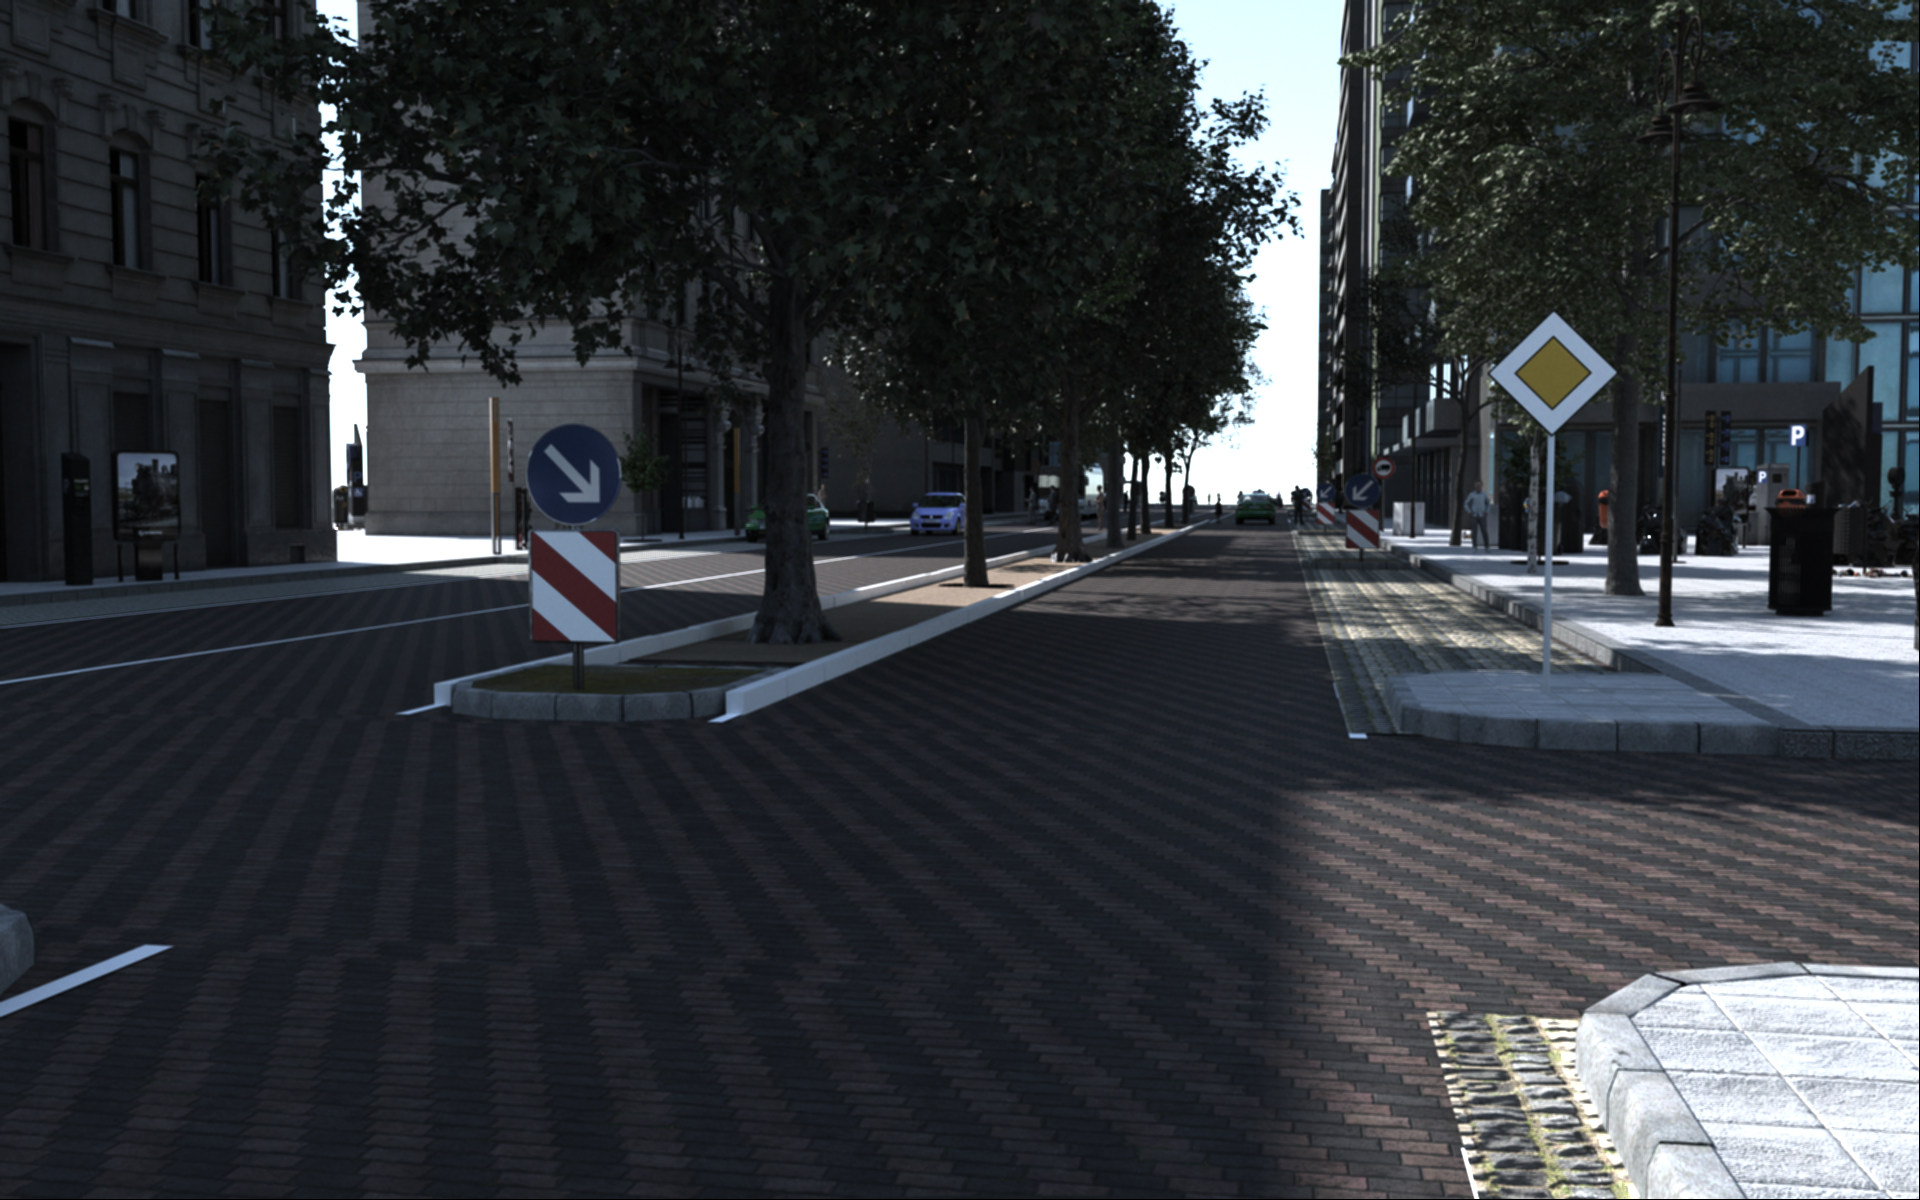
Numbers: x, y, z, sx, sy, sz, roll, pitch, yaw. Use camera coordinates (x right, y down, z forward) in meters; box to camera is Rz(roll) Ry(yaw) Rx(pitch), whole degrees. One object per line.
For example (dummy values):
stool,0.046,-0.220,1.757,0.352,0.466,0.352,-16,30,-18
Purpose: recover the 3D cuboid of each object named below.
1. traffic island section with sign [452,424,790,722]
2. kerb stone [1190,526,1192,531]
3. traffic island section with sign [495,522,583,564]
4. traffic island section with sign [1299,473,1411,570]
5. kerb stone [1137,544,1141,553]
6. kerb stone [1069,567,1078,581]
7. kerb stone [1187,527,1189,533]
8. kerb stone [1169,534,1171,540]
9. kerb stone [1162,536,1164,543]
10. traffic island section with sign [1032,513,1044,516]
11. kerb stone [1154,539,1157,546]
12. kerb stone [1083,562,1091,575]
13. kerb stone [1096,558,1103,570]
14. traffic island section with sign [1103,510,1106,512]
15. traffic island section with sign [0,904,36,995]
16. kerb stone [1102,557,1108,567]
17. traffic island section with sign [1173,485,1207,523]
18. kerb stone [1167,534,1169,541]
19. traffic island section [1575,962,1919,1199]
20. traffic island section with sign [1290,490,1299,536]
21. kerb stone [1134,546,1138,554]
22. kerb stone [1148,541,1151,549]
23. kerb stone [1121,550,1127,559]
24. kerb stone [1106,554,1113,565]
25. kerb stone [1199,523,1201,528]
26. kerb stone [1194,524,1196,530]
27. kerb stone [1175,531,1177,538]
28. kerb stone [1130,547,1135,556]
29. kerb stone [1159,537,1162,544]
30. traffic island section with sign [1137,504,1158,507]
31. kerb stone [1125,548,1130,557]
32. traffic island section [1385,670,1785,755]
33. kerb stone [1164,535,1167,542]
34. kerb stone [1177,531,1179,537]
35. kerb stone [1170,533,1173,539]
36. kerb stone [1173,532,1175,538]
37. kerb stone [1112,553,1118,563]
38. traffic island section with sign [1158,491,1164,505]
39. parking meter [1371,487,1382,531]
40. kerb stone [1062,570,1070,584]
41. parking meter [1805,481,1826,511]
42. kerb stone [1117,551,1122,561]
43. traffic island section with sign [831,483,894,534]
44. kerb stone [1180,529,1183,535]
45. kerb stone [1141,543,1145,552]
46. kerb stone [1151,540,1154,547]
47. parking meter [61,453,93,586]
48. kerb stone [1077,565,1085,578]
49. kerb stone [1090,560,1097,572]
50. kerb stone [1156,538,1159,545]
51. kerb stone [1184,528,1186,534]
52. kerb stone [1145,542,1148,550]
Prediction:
traffic island section with sign,-2.396,-0.230,11.903,2.006,1.907,1.989,1,4,10
kerb stone,8.548,-2.628,65.190,0.120,0.150,1.000,1,4,10
traffic island section with sign,-8.374,-1.685,36.170,1.989,1.847,2.006,1,4,10
traffic island section with sign,7.624,-1.518,33.443,1.989,1.847,2.006,1,4,10
kerb stone,4.237,-1.206,41.973,0.120,0.150,1.000,1,4,10
kerb stone,1.813,-0.407,28.852,0.120,0.150,1.000,1,4,10
kerb stone,8.162,-2.504,63.175,0.120,0.150,1.000,1,4,10
kerb stone,6.293,-1.887,53.067,0.120,0.150,1.000,1,4,10
kerb stone,5.729,-1.699,50.038,0.120,0.150,1.000,1,4,10
traffic island section with sign,5.759,-6.350,112.444,1.989,1.847,2.006,1,4,10
kerb stone,5.171,-1.518,47.021,0.120,0.150,1.000,1,4,10
kerb stone,2.182,-0.530,30.865,0.120,0.150,1.000,1,4,10
kerb stone,2.556,-0.653,32.878,0.120,0.150,1.000,1,4,10
traffic island section with sign,10.669,-7.971,138.950,1.989,1.847,2.006,1,4,10
traffic island section with sign,-3.755,0.215,4.621,2.006,1.907,1.989,1,4,10
kerb stone,2.737,-0.715,33.889,0.120,0.150,1.000,1,4,10
traffic island section with sign,11.283,-4.750,85.791,2.006,1.907,1.989,1,4,10
kerb stone,6.108,-1.826,52.056,0.120,0.150,1.000,1,4,10
traffic island section,2.346,1.164,3.251,2.009,0.180,2.903,1,4,10
traffic island section with sign,12.526,-3.139,59.950,1.989,1.847,2.006,1,4,10
kerb stone,4.049,-1.144,40.959,0.120,0.150,1.000,1,4,10
kerb stone,4.800,-1.390,45.003,0.120,0.150,1.000,1,4,10
kerb stone,3.488,-0.962,37.925,0.120,0.150,1.000,1,4,10
kerb stone,2.927,-0.776,34.893,0.120,0.150,1.000,1,4,10
kerb stone,9.849,-3.062,72.255,0.120,0.150,1.000,1,4,10
kerb stone,9.094,-2.814,68.212,0.120,0.150,1.000,1,4,10
kerb stone,6.856,-2.073,56.091,0.120,0.150,1.000,1,4,10
kerb stone,3.867,-1.086,39.953,0.120,0.150,1.000,1,4,10
kerb stone,5.546,-1.638,49.032,0.120,0.150,1.000,1,4,10
traffic island section with sign,20.674,-11.273,192.940,1.989,1.847,2.006,1,4,10
kerb stone,3.674,-1.022,38.946,0.120,0.150,1.000,1,4,10
traffic island section,3.801,0.684,11.103,2.009,0.180,2.903,1,4,10
kerb stone,5.922,-1.764,51.051,0.120,0.150,1.000,1,4,10
kerb stone,7.043,-2.135,57.096,0.120,0.150,1.000,1,4,10
kerb stone,6.484,-1.950,54.071,0.120,0.150,1.000,1,4,10
kerb stone,6.667,-2.011,55.078,0.120,0.150,1.000,1,4,10
kerb stone,3.111,-0.838,35.905,0.120,0.150,1.000,1,4,10
traffic island section with sign,25.659,-12.917,219.819,1.989,1.847,2.006,1,4,10
parking meter,14.636,-3.209,60.886,0.372,1.533,0.369,0,3,0
kerb stone,1.616,-0.343,27.843,0.120,0.150,1.000,1,4,10
parking meter,16.543,-1.536,33.527,0.372,1.533,0.369,0,3,0
kerb stone,3.293,-0.899,36.910,0.120,0.150,1.000,1,4,10
traffic island section with sign,-3.467,-3.306,62.676,1.989,1.847,2.006,1,4,10
kerb stone,7.421,-2.258,59.116,0.120,0.150,1.000,1,4,10
kerb stone,4.431,-1.270,42.991,0.120,0.150,1.000,1,4,10
kerb stone,4.987,-1.457,46.016,0.120,0.150,1.000,1,4,10
parking meter,-12.414,-1.140,24.358,0.399,1.863,0.255,3,5,41
kerb stone,1.999,-0.464,29.860,0.120,0.150,1.000,1,4,10
kerb stone,2.368,-0.592,31.873,0.120,0.150,1.000,1,4,10
kerb stone,5.359,-1.580,48.026,0.120,0.150,1.000,1,4,10
kerb stone,7.790,-2.382,61.149,0.120,0.150,1.000,1,4,10
kerb stone,4.614,-1.333,43.996,0.120,0.150,1.000,1,4,10
